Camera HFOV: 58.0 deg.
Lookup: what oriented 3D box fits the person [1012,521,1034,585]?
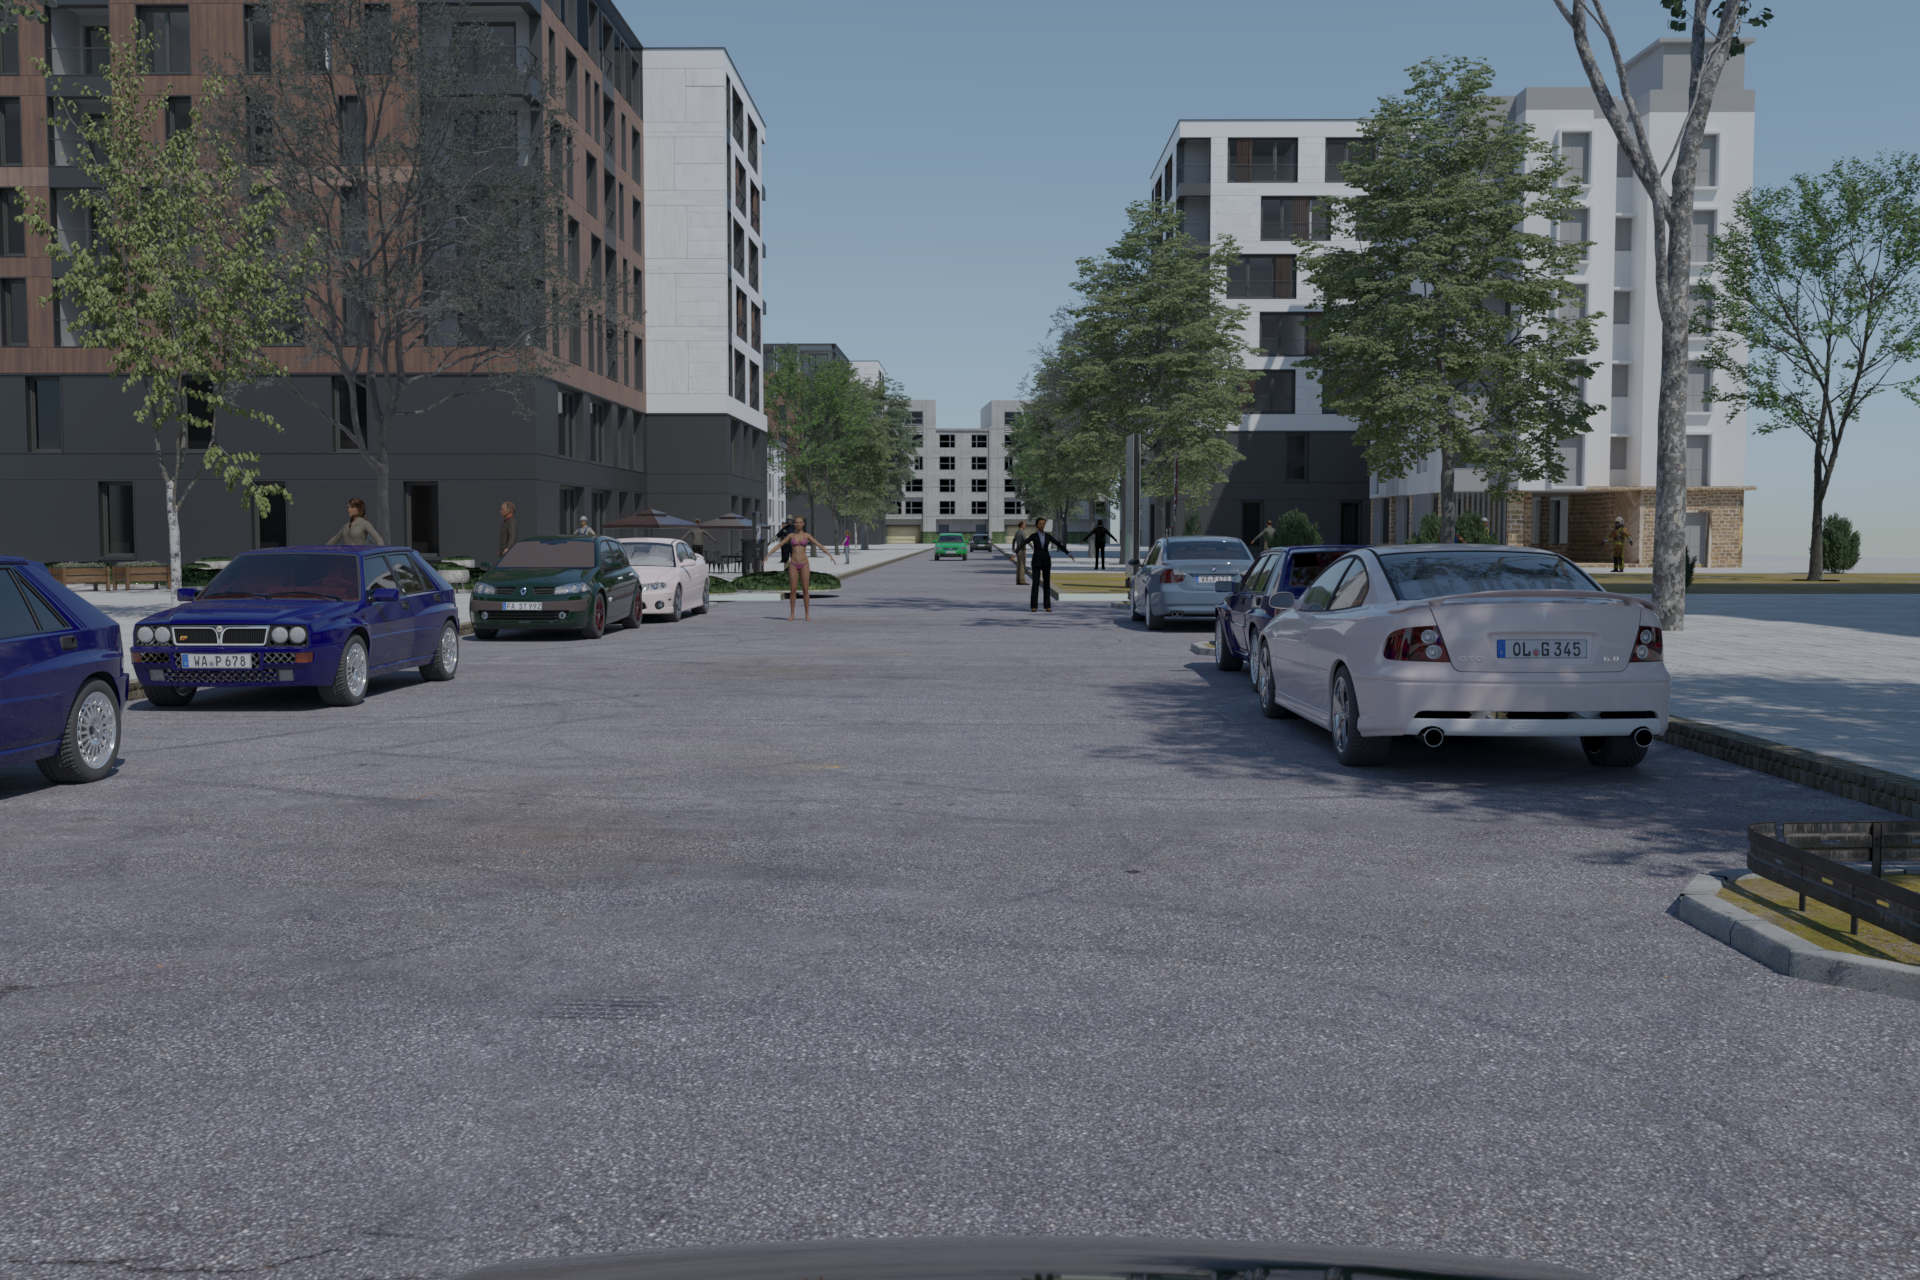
[{"bbox_3d":[1.746,-2.437,48.573,0.705,1.796,1.348,-2,4,-26],"label":"person"}]

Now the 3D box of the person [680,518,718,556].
[{"bbox_3d":[-8.939,-3.233,58.991,1.348,1.813,0.705,-1,4,-13],"label":"person"}]

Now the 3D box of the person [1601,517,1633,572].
[{"bbox_3d":[22.023,-3.191,57.948,0.705,1.858,1.354,-2,4,-24],"label":"person"}]

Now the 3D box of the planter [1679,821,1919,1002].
[{"bbox_3d":[3.678,0.922,6.073,1.991,0.319,1.994,0,4,0],"label":"planter"}]

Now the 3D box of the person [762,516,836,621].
[{"bbox_3d":[-2.651,-1.180,28.555,1.217,1.733,0.721,0,4,-3],"label":"person"}]

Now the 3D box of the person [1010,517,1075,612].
[{"bbox_3d":[1.502,-1.379,31.728,1.216,1.740,0.721,-1,4,-9],"label":"person"}]

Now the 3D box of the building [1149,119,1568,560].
[{"bbox_3d":[24.857,-15.773,101.864,27.936,21.610,32.646,0,4,0],"label":"building"}]

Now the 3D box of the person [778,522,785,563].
[{"bbox_3d":[-7.851,-4.354,77.129,1.347,1.837,0.705,3,4,37],"label":"person"}]

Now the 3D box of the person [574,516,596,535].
[{"bbox_3d":[-11.884,-2.985,54.668,1.347,1.847,0.705,1,4,21],"label":"person"}]

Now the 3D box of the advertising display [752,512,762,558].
[{"bbox_3d":[-5.873,-2.745,50.088,0.123,1.923,0.974,0,4,3],"label":"advertising display"}]

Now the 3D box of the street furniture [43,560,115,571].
[{"bbox_3d":[-28.226,-2.044,49.042,5.734,0.657,10.072,3,4,37],"label":"street furniture"}]

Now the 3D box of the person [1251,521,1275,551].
[{"bbox_3d":[11.890,-3.697,66.715,1.348,1.796,0.705,-1,4,-12],"label":"person"}]

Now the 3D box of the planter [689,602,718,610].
[{"bbox_3d":[-5.768,-0.767,33.679,1.991,0.319,1.994,0,4,1],"label":"planter"}]

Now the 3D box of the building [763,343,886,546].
[{"bbox_3d":[-23.552,-21.899,202.017,27.936,21.610,32.646,0,4,1],"label":"building"}]

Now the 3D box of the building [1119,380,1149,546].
[{"bbox_3d":[28.369,-20.605,203.357,16.747,18.905,31.486,0,4,1],"label":"building"}]

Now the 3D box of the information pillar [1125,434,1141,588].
[{"bbox_3d":[4.125,-3.060,41.347,0.184,3.620,1.656,0,4,0],"label":"information pillar"}]

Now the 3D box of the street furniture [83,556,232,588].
[{"bbox_3d":[-19.228,-1.858,45.997,5.734,0.657,10.072,0,4,0],"label":"street furniture"}]

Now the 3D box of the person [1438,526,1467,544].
[{"bbox_3d":[12.157,-2.248,42.888,0.704,1.817,1.347,-1,4,-15],"label":"person"}]

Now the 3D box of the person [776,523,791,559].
[{"bbox_3d":[-7.435,-4.242,75.501,1.345,1.843,0.704,1,4,18],"label":"person"}]

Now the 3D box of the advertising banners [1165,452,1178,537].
[{"bbox_3d":[4.655,-2.567,38.163,0.090,3.025,2.074,0,4,1],"label":"advertising banners"}]

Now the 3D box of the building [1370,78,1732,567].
[{"bbox_3d":[24.064,-13.578,78.426,16.016,20.090,11.380,0,4,1],"label":"building"}]

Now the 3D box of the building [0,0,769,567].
[{"bbox_3d":[-23.823,-13.890,71.083,27.936,21.610,32.646,0,4,1],"label":"building"}]

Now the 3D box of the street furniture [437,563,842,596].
[{"bbox_3d":[-7.880,-1.416,38.775,10.072,0.657,5.734,1,4,9],"label":"street furniture"}]

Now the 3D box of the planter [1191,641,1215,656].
[{"bbox_3d":[3.831,0.010,20.969,1.991,0.319,1.994,0,4,1],"label":"planter"}]

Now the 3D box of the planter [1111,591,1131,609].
[{"bbox_3d":[3.975,-0.782,33.932,1.991,0.319,1.994,0,4,0],"label":"planter"}]

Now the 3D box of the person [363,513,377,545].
[{"bbox_3d":[-14.298,-2.159,41.482,0.705,1.806,1.347,0,4,6],"label":"person"}]

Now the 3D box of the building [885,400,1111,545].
[{"bbox_3d":[3.506,-22.398,235.117,31.486,18.905,16.747,0,4,-4],"label":"building"}]

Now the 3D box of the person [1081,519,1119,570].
[{"bbox_3d":[5.027,-3.427,62.213,1.347,1.806,0.705,0,4,1],"label":"person"}]

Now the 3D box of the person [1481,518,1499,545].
[{"bbox_3d":[17.674,-3.205,58.364,1.349,1.833,0.705,-3,4,-38],"label":"person"}]

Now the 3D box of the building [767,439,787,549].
[{"bbox_3d":[-20.639,-13.407,161.344,9.099,9.664,28.070,0,4,1],"label":"building"}]

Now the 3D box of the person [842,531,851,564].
[{"bbox_3d":[-4.862,-3.937,73.635,0.599,1.433,0.991,1,4,14],"label":"person"}]

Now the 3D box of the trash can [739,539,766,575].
[{"bbox_3d":[-5.755,-2.232,48.149,0.748,1.137,0.748,0,3,0],"label":"trash can"}]

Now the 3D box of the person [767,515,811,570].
[{"bbox_3d":[-5.107,-2.825,51.972,1.354,1.856,0.705,0,4,6],"label":"person"}]

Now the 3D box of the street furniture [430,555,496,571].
[{"bbox_3d":[-13.041,-1.967,47.792,5.734,0.657,10.072,0,4,3],"label":"street furniture"}]
